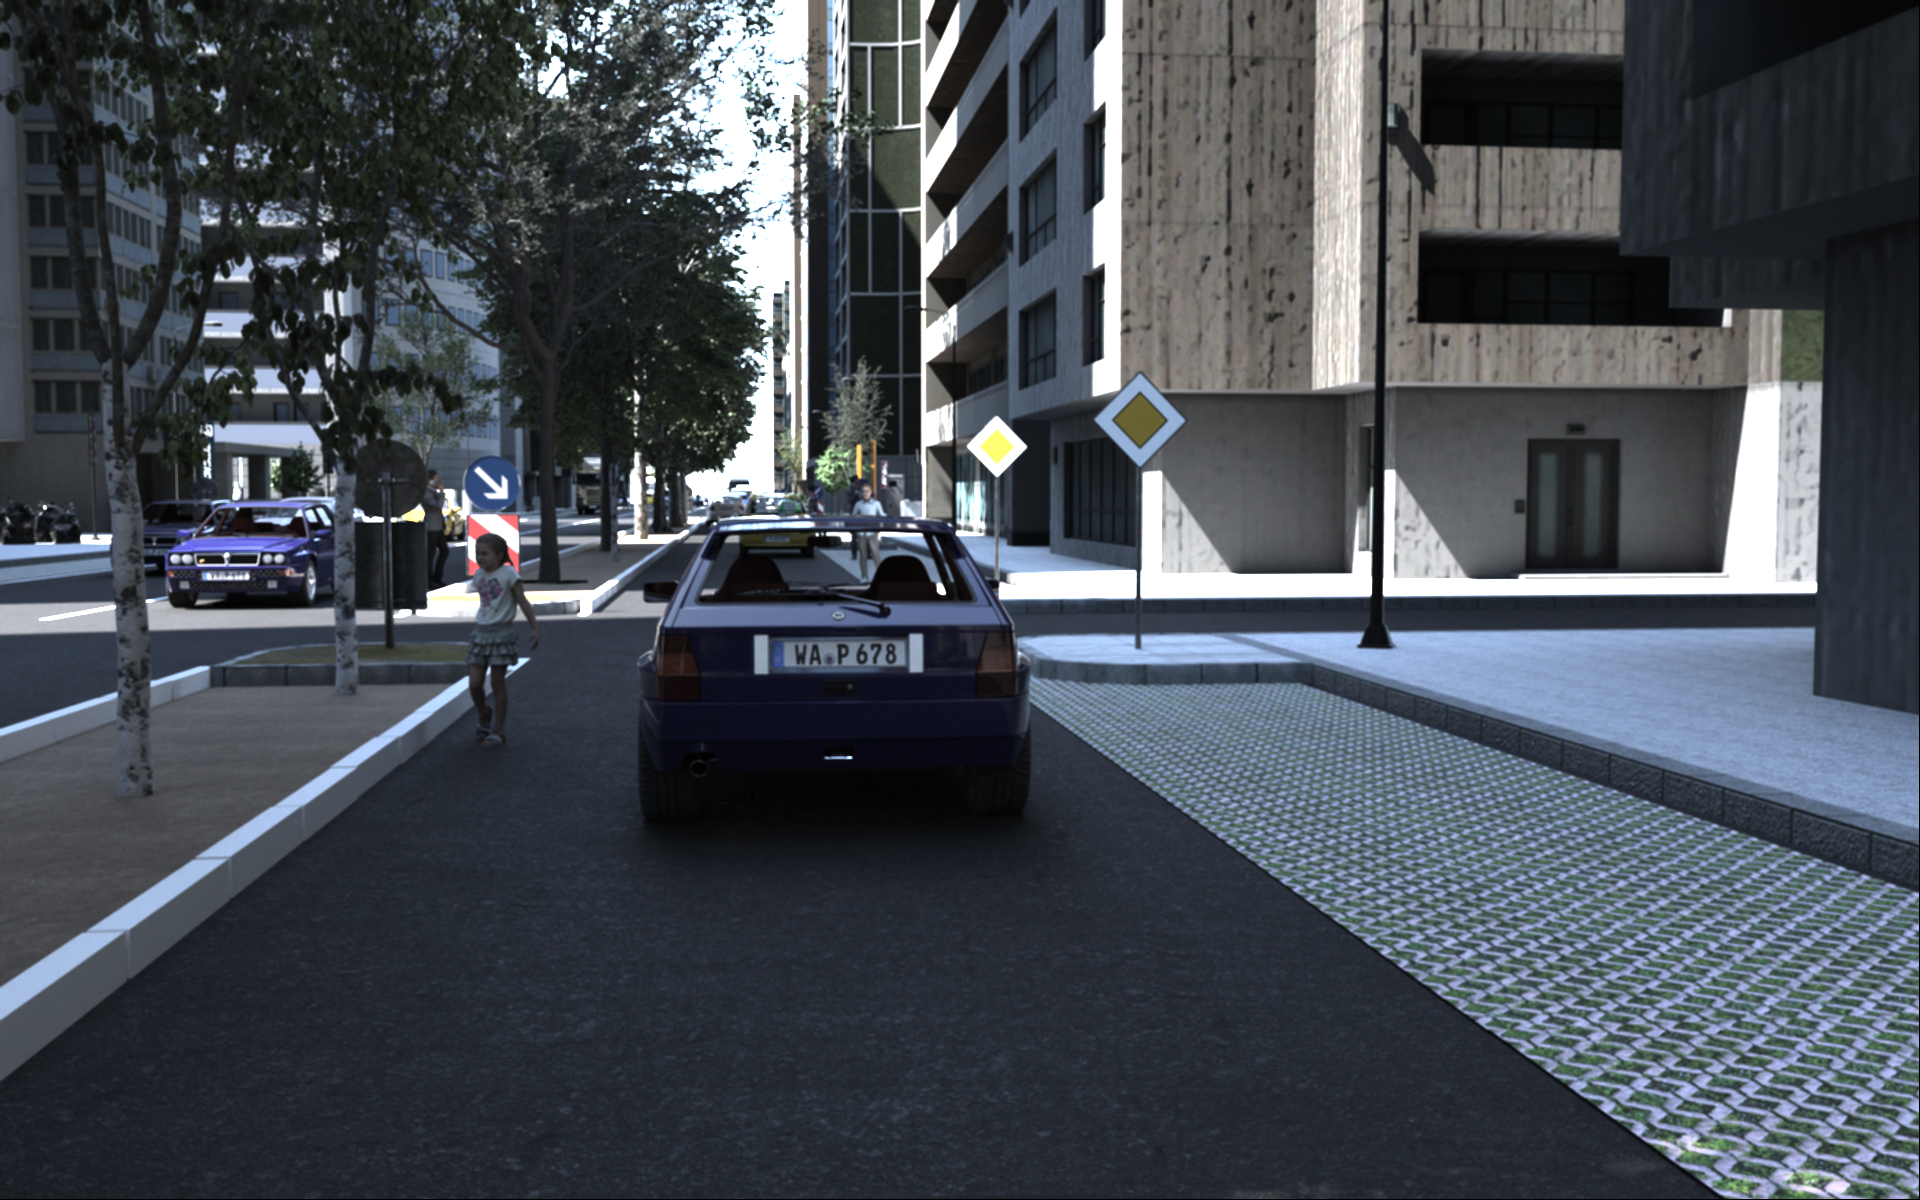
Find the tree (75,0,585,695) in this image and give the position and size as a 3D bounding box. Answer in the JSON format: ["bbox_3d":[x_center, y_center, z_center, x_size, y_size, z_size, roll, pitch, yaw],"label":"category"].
[{"bbox_3d":[-4.435,-3.638,12.308,4.737,8.622,4.395,0,3,0],"label":"tree"}]

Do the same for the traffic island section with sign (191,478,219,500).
[{"bbox_3d":[-18.592,-2.066,42.401,1.989,1.847,2.006,0,4,-7],"label":"traffic island section with sign"}]

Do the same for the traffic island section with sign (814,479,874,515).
[{"bbox_3d":[-2.718,-2.224,44.988,1.989,1.847,2.006,0,4,-7],"label":"traffic island section with sign"}]

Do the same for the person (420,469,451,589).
[{"bbox_3d":[-7.971,-1.079,26.331,0.473,1.802,0.592,0,4,6],"label":"person"}]

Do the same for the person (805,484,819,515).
[{"bbox_3d":[-4.374,-2.608,51.977,0.643,1.720,0.563,-1,4,-16],"label":"person"}]

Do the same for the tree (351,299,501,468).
[{"bbox_3d":[-26.137,-9.136,83.788,8.767,10.594,7.601,1,4,8],"label":"tree"}]

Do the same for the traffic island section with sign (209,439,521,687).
[{"bbox_3d":[-4.699,-0.349,13.847,2.006,1.907,1.989,0,4,-7],"label":"traffic island section with sign"}]

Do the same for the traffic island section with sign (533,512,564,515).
[{"bbox_3d":[-28.371,-6.783,119.528,1.989,1.847,2.006,0,4,-7],"label":"traffic island section with sign"}]

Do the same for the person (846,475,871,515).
[{"bbox_3d":[-2.145,-1.799,37.720,0.655,1.846,0.447,-2,4,-24],"label":"person"}]

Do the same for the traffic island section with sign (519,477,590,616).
[{"bbox_3d":[-5.621,-0.799,21.196,2.006,1.907,1.989,0,4,-7],"label":"traffic island section with sign"}]

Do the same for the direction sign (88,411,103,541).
[{"bbox_3d":[-23.812,-3.401,47.597,0.379,3.537,0.876,-1,4,-17],"label":"direction sign"}]

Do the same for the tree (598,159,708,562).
[{"bbox_3d":[-7.200,-5.079,35.864,4.360,8.622,3.978,0,3,0],"label":"tree"}]

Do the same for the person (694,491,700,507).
[{"bbox_3d":[-28.861,-11.119,190.380,0.705,1.814,1.350,-2,4,-34],"label":"person"}]

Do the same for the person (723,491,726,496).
[{"bbox_3d":[-21.936,-9.308,161.618,0.436,1.711,0.756,0,4,7],"label":"person"}]

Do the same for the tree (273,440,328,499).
[{"bbox_3d":[-23.548,-4.138,62.260,1.663,3.219,1.824,0,3,0],"label":"tree"}]

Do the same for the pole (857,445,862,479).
[{"bbox_3d":[-4.180,-4.794,72.221,0.158,3.312,0.155,0,3,0],"label":"pole"}]

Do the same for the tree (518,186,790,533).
[{"bbox_3d":[-11.086,-8.819,63.661,9.611,12.733,9.660,0,3,0],"label":"tree"}]

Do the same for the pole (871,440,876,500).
[{"bbox_3d":[-3.256,-4.365,65.211,0.158,3.312,0.155,0,3,0],"label":"pole"}]

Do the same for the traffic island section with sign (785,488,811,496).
[{"bbox_3d":[-6.106,-3.859,71.730,1.989,1.847,2.006,0,4,-7],"label":"traffic island section with sign"}]

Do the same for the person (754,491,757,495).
[{"bbox_3d":[-26.670,-13.305,226.054,1.348,1.823,0.705,0,4,-3],"label":"person"}]

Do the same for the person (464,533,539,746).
[{"bbox_3d":[-2.615,0.217,9.962,0.505,1.210,0.382,1,4,18],"label":"person"}]

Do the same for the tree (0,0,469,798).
[{"bbox_3d":[-3.854,-3.357,7.704,4.360,8.622,3.978,0,3,0],"label":"tree"}]

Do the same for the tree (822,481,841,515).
[{"bbox_3d":[-8.068,-6.970,108.555,1.663,3.219,1.824,0,3,0],"label":"tree"}]

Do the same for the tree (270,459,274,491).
[{"bbox_3d":[-32.165,-5.362,82.263,1.663,3.219,1.824,0,3,0],"label":"tree"}]

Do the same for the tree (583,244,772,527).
[{"bbox_3d":[-12.239,-10.088,74.050,9.857,13.997,8.962,0,3,0],"label":"tree"}]

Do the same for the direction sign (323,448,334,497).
[{"bbox_3d":[-24.109,-4.534,66.132,0.379,3.537,0.876,0,4,3],"label":"direction sign"}]

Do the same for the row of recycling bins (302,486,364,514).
[{"bbox_3d":[-31.957,-4.915,87.479,3.534,1.692,1.069,-1,4,-14],"label":"row of recycling bins"}]

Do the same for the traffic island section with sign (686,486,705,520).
[{"bbox_3d":[-15.084,-5.358,95.739,2.006,1.907,1.989,0,4,-7],"label":"traffic island section with sign"}]

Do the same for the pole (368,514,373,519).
[{"bbox_3d":[-29.994,-5.762,88.055,0.158,3.312,0.155,0,3,0],"label":"pole"}]

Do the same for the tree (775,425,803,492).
[{"bbox_3d":[-17.089,-14.039,179.900,4.737,8.622,4.395,0,3,0],"label":"tree"}]

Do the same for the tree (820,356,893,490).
[{"bbox_3d":[-5.697,-8.705,92.687,4.360,8.622,3.978,0,3,0],"label":"tree"}]

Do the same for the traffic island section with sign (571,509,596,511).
[{"bbox_3d":[-31.769,-8.418,146.269,1.989,1.847,2.006,0,4,-7],"label":"traffic island section with sign"}]

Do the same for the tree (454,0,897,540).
[{"bbox_3d":[-8.565,-11.871,52.438,12.611,20.169,13.585,0,3,0],"label":"tree"}]

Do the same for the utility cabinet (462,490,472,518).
[{"bbox_3d":[-26.470,-5.154,92.953,0.318,1.500,1.173,0,4,-7],"label":"utility cabinet"}]

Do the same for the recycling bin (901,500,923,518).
[{"bbox_3d":[-1.698,-2.962,60.990,0.722,1.027,0.722,0,4,-8],"label":"recycling bin"}]

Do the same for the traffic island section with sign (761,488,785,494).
[{"bbox_3d":[-15.820,-8.541,148.274,1.989,1.847,2.006,0,4,-7],"label":"traffic island section with sign"}]

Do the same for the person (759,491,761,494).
[{"bbox_3d":[-19.327,-9.730,168.108,1.217,1.766,0.721,1,4,22],"label":"person"}]

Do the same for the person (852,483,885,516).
[{"bbox_3d":[-1.447,-1.028,27.125,0.589,1.601,0.330,1,4,18],"label":"person"}]

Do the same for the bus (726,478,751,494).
[{"bbox_3d":[-25.611,-12.582,200.572,2.948,3.499,13.247,0,4,-8],"label":"bus"}]

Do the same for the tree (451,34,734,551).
[{"bbox_3d":[-8.617,-7.454,42.453,7.486,12.596,7.792,0,3,0],"label":"tree"}]

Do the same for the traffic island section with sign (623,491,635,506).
[{"bbox_3d":[-38.672,-11.750,200.733,1.989,1.847,2.006,0,4,-7],"label":"traffic island section with sign"}]

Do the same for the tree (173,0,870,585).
[{"bbox_3d":[-6.620,-7.011,27.453,12.009,13.543,11.850,0,3,0],"label":"tree"}]

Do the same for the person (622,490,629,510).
[{"bbox_3d":[-29.736,-8.884,154.197,0.568,1.767,0.683,3,5,40],"label":"person"}]

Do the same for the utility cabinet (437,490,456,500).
[{"bbox_3d":[-26.925,-5.010,90.594,1.173,1.500,0.318,1,4,15],"label":"utility cabinet"}]

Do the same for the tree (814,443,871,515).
[{"bbox_3d":[-7.025,-7.345,103.811,4.285,4.588,4.351,0,3,0],"label":"tree"}]
